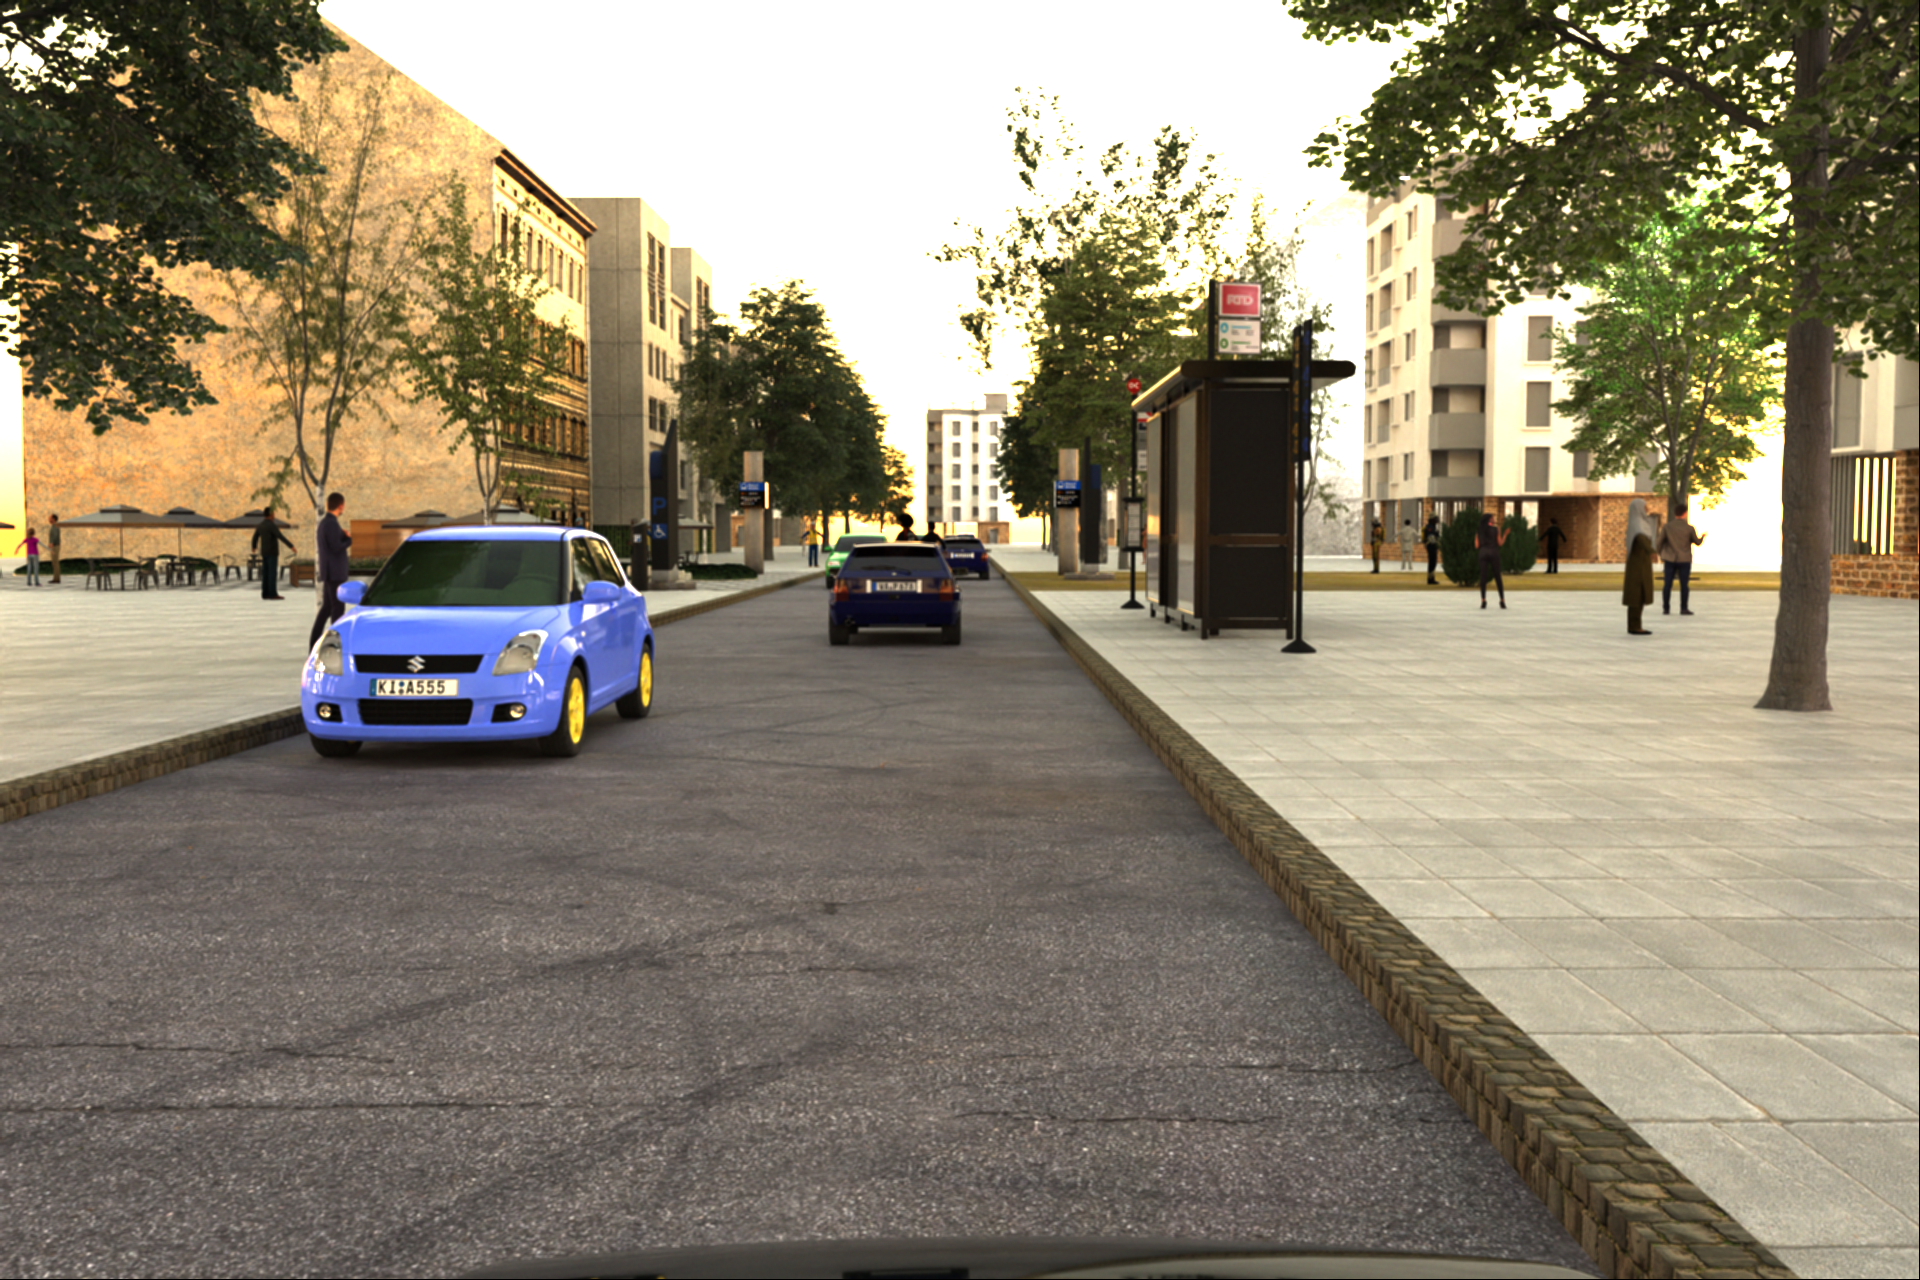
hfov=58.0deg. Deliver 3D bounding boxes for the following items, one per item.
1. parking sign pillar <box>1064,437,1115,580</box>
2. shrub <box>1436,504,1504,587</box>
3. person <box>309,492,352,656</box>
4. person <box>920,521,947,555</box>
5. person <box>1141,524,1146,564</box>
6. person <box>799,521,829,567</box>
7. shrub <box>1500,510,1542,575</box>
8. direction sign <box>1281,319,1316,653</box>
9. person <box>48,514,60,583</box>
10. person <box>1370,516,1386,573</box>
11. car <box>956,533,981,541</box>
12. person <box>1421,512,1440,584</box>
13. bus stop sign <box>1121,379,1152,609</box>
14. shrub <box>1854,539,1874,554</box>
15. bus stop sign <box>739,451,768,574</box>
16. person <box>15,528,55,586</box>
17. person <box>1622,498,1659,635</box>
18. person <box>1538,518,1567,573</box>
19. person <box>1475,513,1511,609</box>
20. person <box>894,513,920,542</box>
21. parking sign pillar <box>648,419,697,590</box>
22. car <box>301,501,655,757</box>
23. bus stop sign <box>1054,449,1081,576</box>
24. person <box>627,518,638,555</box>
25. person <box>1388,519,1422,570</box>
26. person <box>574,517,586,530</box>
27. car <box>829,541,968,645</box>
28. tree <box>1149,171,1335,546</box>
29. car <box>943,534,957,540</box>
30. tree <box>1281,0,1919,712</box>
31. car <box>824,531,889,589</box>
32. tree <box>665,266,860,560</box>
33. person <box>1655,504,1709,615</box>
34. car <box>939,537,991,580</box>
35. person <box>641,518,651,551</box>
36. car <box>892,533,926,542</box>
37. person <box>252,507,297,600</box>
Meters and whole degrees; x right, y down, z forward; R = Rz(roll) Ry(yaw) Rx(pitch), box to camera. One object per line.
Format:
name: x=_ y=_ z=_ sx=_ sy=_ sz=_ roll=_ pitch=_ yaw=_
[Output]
parking sign pillar: x=3.655 y=-3.686 z=48.732 sx=1.447 sy=3.967 sz=1.447 roll=0 pitch=4 yaw=-1
shrub: x=12.367 y=-2.296 z=41.962 sx=1.690 sy=2.028 sz=1.600 roll=0 pitch=3 yaw=0
person: x=-6.472 y=-0.669 z=17.906 sx=0.530 sy=1.710 sz=0.541 roll=-1 pitch=4 yaw=-20
person: x=-0.763 y=-1.999 z=41.870 sx=1.216 sy=1.740 sz=0.721 roll=-3 pitch=5 yaw=-43
person: x=7.953 y=-4.140 z=74.493 sx=1.217 sy=1.733 sz=0.721 roll=-2 pitch=4 yaw=-34
person: x=-5.671 y=-3.718 z=67.252 sx=1.216 sy=1.772 sz=0.721 roll=-2 pitch=4 yaw=-25
shrub: x=17.373 y=-3.053 z=54.335 sx=1.690 sy=2.028 sz=1.600 roll=0 pitch=3 yaw=0
direction sign: x=3.680 y=-1.634 z=18.715 sx=0.379 sy=3.537 sz=0.876 roll=0 pitch=4 yaw=0
person: x=-23.619 y=-2.376 z=45.127 sx=0.705 sy=1.796 sz=1.348 roll=-2 pitch=4 yaw=-28
person: x=13.626 y=-3.124 z=56.845 sx=0.705 sy=1.858 sz=1.354 roll=1 pitch=4 yaw=15
car: x=0.350 y=-6.117 z=109.597 sx=1.945 sy=1.707 sz=3.694 roll=0 pitch=4 yaw=-1
person: x=12.107 y=-2.353 z=44.256 sx=0.705 sy=1.856 sz=1.354 roll=1 pitch=4 yaw=18
bus stop sign: x=3.205 y=-2.515 z=29.817 sx=0.855 sy=3.939 sz=0.416 roll=0 pitch=3 yaw=0
shrub: x=25.386 y=-2.317 z=49.006 sx=1.383 sy=1.207 sz=1.383 roll=0 pitch=3 yaw=0
bus stop sign: x=-6.584 y=-4.053 z=55.283 sx=0.837 sy=3.901 sz=0.837 roll=0 pitch=4 yaw=-1
person: x=-22.861 y=-2.049 z=42.764 sx=0.991 sy=1.433 sz=0.599 roll=0 pitch=4 yaw=2
person: x=8.774 y=-0.943 z=22.194 sx=0.721 sy=1.736 sz=1.217 roll=1 pitch=4 yaw=12
person: x=19.298 y=-3.075 z=56.460 sx=1.347 sy=1.806 sz=0.705 roll=-2 pitch=4 yaw=-24
person: x=9.179 y=-1.368 z=29.875 sx=0.593 sy=1.643 sz=0.415 roll=-1 pitch=4 yaw=-17
person: x=-1.078 y=-1.514 z=33.362 sx=0.704 sy=1.843 sz=1.345 roll=2 pitch=4 yaw=33
parking sign pillar: x=-6.837 y=-3.155 z=40.059 sx=1.447 sy=3.967 sz=1.447 roll=0 pitch=4 yaw=1
car: x=-3.284 y=-0.163 z=12.250 sx=1.945 sy=1.707 sz=3.694 roll=0 pitch=4 yaw=0
bus stop sign: x=3.363 y=-3.957 z=53.714 sx=0.837 sy=3.901 sz=0.837 roll=0 pitch=4 yaw=1
person: x=-10.716 y=-3.111 z=56.998 sx=0.705 sy=1.813 sz=1.348 roll=-1 pitch=4 yaw=-22
person: x=16.116 y=-3.437 z=62.383 sx=1.347 sy=1.806 sz=0.705 roll=1 pitch=4 yaw=19
person: x=-12.223 y=-3.036 z=55.771 sx=0.704 sy=1.817 sz=1.347 roll=3 pitch=4 yaw=38
car: x=-0.854 y=-0.683 z=23.749 sx=1.945 sy=1.354 sz=3.894 roll=0 pitch=4 yaw=-1
tree: x=5.691 y=-5.245 z=36.121 sx=4.737 sy=8.622 sz=4.395 roll=0 pitch=3 yaw=0
car: x=-0.533 y=-7.262 z=128.521 sx=2.009 sy=1.686 sz=4.222 roll=0 pitch=4 yaw=1
tree: x=6.227 y=-5.789 z=12.776 sx=7.486 sy=12.596 sz=7.792 roll=0 pitch=3 yaw=0
car: x=-2.638 y=-2.324 z=46.798 sx=1.959 sy=1.807 sz=4.718 roll=0 pitch=4 yaw=0
tree: x=-9.404 y=-10.856 z=84.149 sx=9.857 sy=13.997 sz=8.962 roll=0 pitch=3 yaw=0
person: x=11.561 y=-1.294 z=27.732 sx=0.617 sy=1.759 sz=0.750 roll=3 pitch=5 yaw=44
car: x=0.042 y=-2.618 z=55.378 sx=1.945 sy=1.354 sz=3.894 roll=0 pitch=4 yaw=-1
person: x=-11.148 y=-3.381 z=61.254 sx=1.349 sy=1.833 sz=0.705 roll=3 pitch=5 yaw=44
car: x=-2.195 y=-4.328 z=79.553 sx=1.959 sy=1.807 sz=4.718 roll=0 pitch=4 yaw=0
person: x=-13.530 y=-1.710 z=34.017 sx=1.348 sy=1.821 sz=0.705 roll=2 pitch=4 yaw=33
